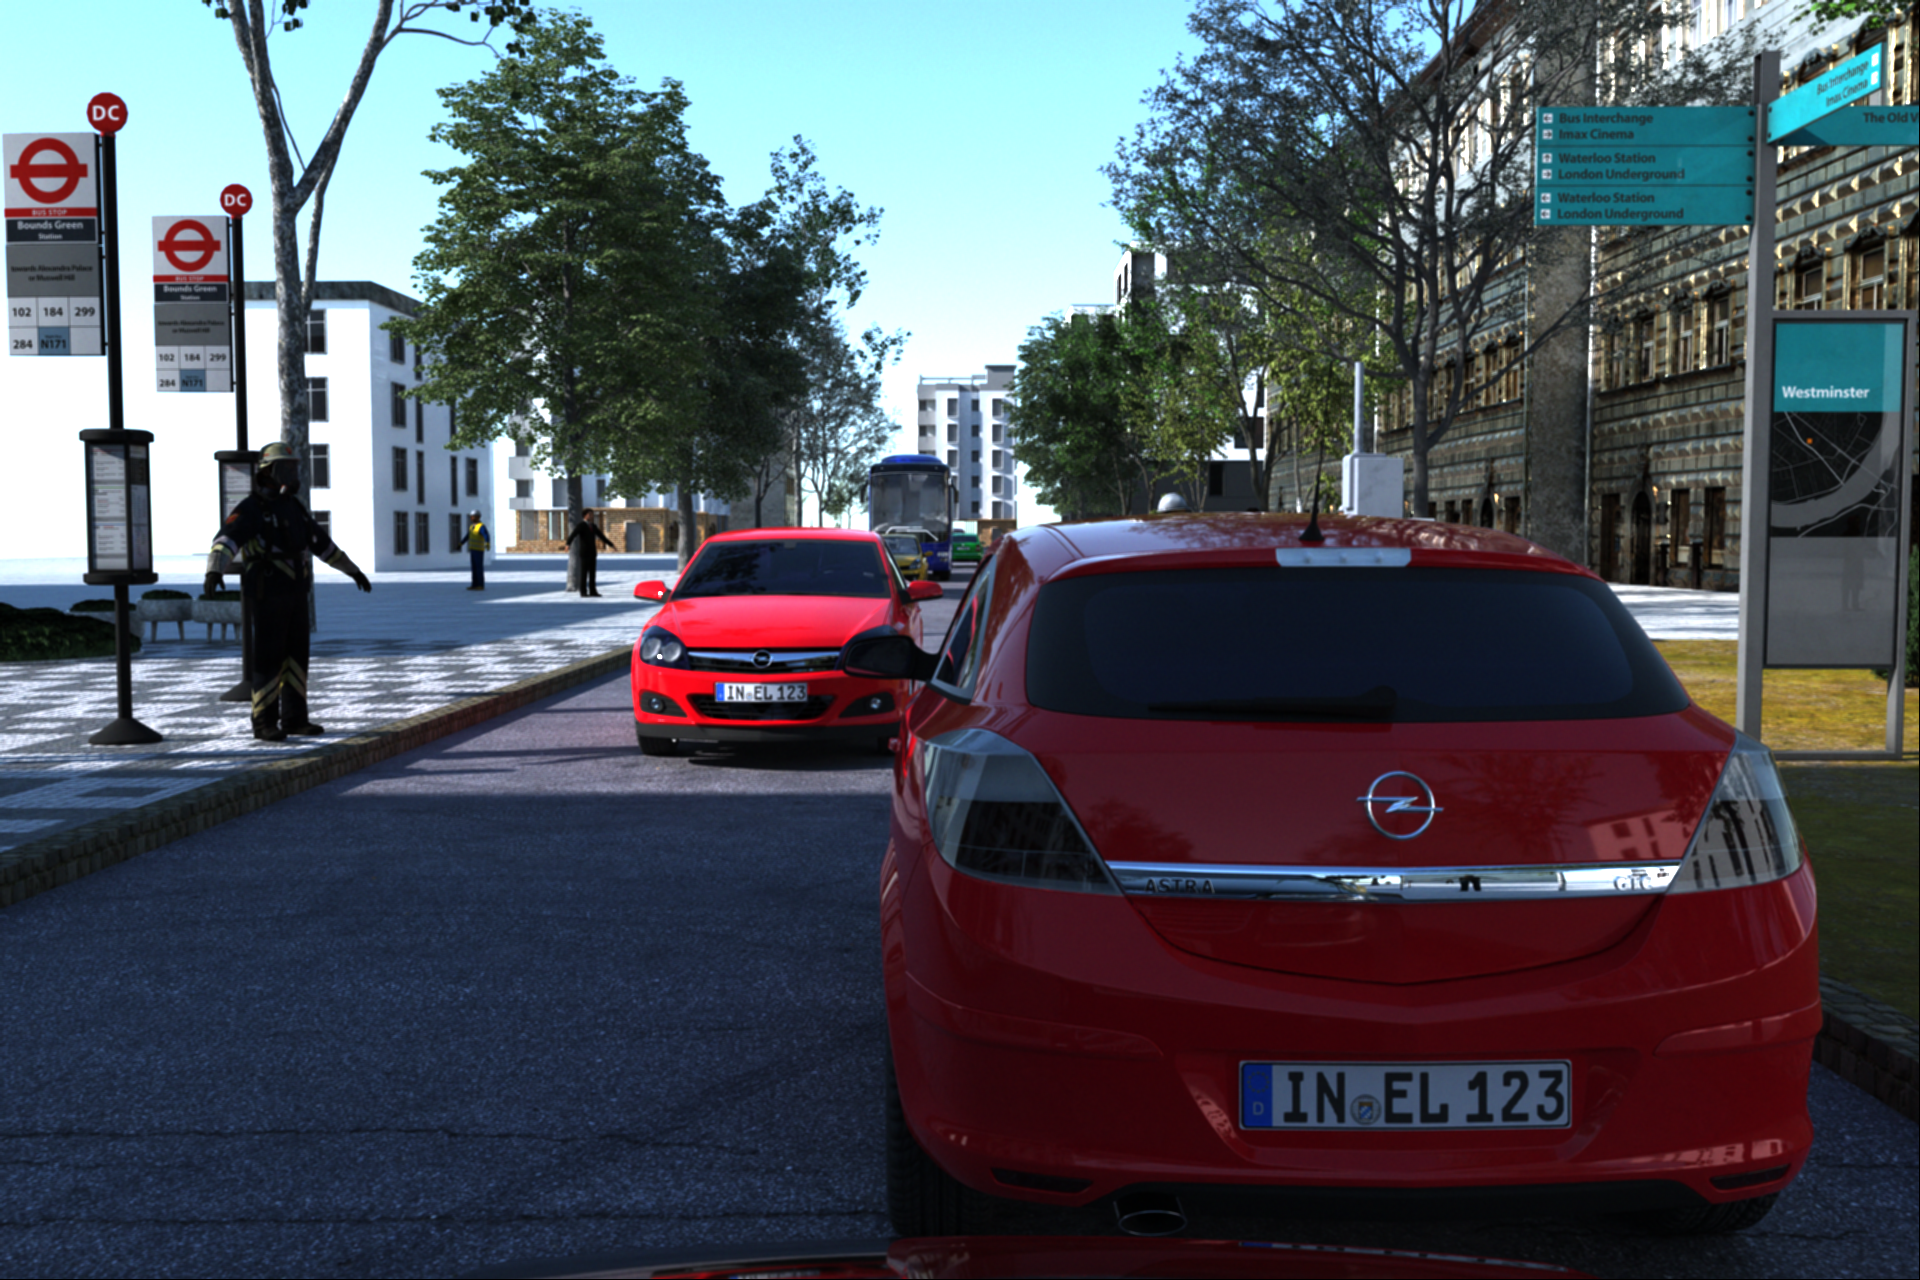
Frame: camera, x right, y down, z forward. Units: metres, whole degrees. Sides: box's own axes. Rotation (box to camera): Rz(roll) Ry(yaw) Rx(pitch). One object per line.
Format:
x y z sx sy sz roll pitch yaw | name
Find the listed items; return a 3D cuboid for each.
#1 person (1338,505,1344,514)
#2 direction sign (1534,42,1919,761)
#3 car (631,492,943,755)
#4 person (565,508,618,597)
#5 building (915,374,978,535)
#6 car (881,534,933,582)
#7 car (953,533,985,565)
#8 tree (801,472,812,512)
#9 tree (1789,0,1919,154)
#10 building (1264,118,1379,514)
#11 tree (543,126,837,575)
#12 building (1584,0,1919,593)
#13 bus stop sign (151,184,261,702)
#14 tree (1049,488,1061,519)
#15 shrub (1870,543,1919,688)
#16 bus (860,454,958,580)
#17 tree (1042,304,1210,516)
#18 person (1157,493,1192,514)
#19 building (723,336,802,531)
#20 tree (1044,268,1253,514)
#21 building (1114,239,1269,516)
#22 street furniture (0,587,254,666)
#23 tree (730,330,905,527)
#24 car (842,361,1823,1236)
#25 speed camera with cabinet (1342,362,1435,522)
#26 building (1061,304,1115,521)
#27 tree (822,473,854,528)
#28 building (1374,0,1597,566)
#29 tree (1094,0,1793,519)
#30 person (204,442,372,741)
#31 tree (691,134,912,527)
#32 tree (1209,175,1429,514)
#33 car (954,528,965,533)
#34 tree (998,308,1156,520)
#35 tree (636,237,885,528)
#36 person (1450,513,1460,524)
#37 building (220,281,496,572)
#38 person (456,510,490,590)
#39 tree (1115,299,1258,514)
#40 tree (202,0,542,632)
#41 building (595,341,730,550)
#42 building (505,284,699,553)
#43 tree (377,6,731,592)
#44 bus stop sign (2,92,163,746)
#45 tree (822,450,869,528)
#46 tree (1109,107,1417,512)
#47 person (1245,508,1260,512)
7.379 -1.685 33.404 0.705 1.847 1.347 0 4 8 | person
4.468 -1.248 9.168 2.525 3.948 1.411 0 4 1 | direction sign
-1.197 -0.216 12.569 2.155 1.783 4.494 0 3 0 | car
-7.571 -1.785 35.374 0.705 1.806 1.347 3 4 37 | person
-4.692 -20.687 197.112 11.380 20.090 16.016 0 4 -5 | building
-1.670 -2.014 43.150 2.015 1.641 3.980 0 4 0 | car
0.146 -4.127 76.273 1.959 1.807 4.718 0 4 0 | car
-18.122 -14.943 194.680 4.360 8.622 3.978 0 3 0 | tree
11.175 -5.453 14.916 9.928 11.665 9.643 0 3 0 | tree
24.204 -14.957 75.482 19.493 23.208 18.063 0 3 0 | building
-8.656 -9.042 54.495 9.857 13.997 8.962 0 3 0 | tree
26.064 -12.606 37.038 19.493 23.208 18.063 0 4 1 | building
-5.733 -1.505 13.304 0.855 3.939 0.416 0 4 -1 | bus stop sign
12.496 -14.988 195.421 4.360 8.622 3.978 0 3 0 | tree
8.032 -0.207 14.499 1.383 1.207 1.383 0 3 0 | shrub
-1.488 -3.991 56.807 2.896 3.916 12.251 0 3 0 | bus
7.488 -9.302 77.840 9.928 11.665 9.643 0 3 0 | tree
1.873 -0.344 14.547 0.721 1.772 1.216 -1 4 -15 | person
-25.576 -20.705 169.458 19.493 23.208 18.063 0 4 -1 | building
6.647 -7.791 61.791 8.767 10.594 7.601 2 4 25 | tree
25.890 -17.894 136.535 27.936 21.610 32.646 0 4 0 | building
-12.845 -0.287 20.322 10.072 0.657 5.734 2 4 28 | street furniture
-8.021 -11.609 100.173 12.009 13.543 11.850 0 3 0 | tree
0.710 0.245 5.032 2.155 1.783 4.494 0 4 -1 | car
4.788 -1.529 19.333 0.660 3.252 2.038 0 4 0 | speed camera with cabinet
23.774 -19.977 170.597 27.936 21.610 32.646 0 3 0 | building
-14.030 -15.218 199.183 4.737 8.622 4.395 0 3 0 | tree
24.738 -13.728 55.378 19.493 23.208 18.063 0 4 1 | building
7.136 -7.085 26.204 12.009 13.543 11.850 0 3 0 | tree
-4.255 -0.312 10.885 0.705 1.856 1.354 1 4 23 | person
-8.733 -14.009 84.936 12.611 20.169 13.585 0 3 0 | tree
7.231 -5.202 35.416 4.737 8.622 4.395 0 3 0 | tree
-0.498 -5.995 106.692 2.281 1.827 5.304 0 4 -1 | car
6.931 -11.665 97.386 9.857 13.997 8.962 0 3 0 | tree
-8.135 -9.756 69.885 12.009 13.543 11.850 0 3 0 | tree
10.702 -1.866 37.228 0.721 1.740 1.216 -2 4 -34 | person
-23.847 -7.921 71.661 9.099 9.664 28.070 0 4 1 | building
-11.108 -2.064 39.719 1.349 1.833 0.705 3 5 44 | person
7.157 -6.255 52.629 4.737 8.622 4.395 0 3 0 | tree
-7.334 -10.120 21.345 12.611 20.169 13.585 0 3 0 | tree
-25.671 -17.524 142.936 16.016 20.090 11.380 0 4 0 | building
-25.216 -16.125 120.069 16.016 20.090 11.380 0 4 1 | building
-8.852 -7.356 38.394 7.486 12.596 7.792 0 3 0 | tree
-5.372 -1.338 10.583 0.855 3.939 0.416 0 4 1 | bus stop sign
-12.038 -15.725 191.521 7.601 10.594 8.767 0 4 -8 | tree
7.499 -7.166 42.924 9.928 11.665 9.643 0 3 0 | tree
6.024 -1.817 35.850 1.345 1.843 0.704 -3 5 -42 | person
